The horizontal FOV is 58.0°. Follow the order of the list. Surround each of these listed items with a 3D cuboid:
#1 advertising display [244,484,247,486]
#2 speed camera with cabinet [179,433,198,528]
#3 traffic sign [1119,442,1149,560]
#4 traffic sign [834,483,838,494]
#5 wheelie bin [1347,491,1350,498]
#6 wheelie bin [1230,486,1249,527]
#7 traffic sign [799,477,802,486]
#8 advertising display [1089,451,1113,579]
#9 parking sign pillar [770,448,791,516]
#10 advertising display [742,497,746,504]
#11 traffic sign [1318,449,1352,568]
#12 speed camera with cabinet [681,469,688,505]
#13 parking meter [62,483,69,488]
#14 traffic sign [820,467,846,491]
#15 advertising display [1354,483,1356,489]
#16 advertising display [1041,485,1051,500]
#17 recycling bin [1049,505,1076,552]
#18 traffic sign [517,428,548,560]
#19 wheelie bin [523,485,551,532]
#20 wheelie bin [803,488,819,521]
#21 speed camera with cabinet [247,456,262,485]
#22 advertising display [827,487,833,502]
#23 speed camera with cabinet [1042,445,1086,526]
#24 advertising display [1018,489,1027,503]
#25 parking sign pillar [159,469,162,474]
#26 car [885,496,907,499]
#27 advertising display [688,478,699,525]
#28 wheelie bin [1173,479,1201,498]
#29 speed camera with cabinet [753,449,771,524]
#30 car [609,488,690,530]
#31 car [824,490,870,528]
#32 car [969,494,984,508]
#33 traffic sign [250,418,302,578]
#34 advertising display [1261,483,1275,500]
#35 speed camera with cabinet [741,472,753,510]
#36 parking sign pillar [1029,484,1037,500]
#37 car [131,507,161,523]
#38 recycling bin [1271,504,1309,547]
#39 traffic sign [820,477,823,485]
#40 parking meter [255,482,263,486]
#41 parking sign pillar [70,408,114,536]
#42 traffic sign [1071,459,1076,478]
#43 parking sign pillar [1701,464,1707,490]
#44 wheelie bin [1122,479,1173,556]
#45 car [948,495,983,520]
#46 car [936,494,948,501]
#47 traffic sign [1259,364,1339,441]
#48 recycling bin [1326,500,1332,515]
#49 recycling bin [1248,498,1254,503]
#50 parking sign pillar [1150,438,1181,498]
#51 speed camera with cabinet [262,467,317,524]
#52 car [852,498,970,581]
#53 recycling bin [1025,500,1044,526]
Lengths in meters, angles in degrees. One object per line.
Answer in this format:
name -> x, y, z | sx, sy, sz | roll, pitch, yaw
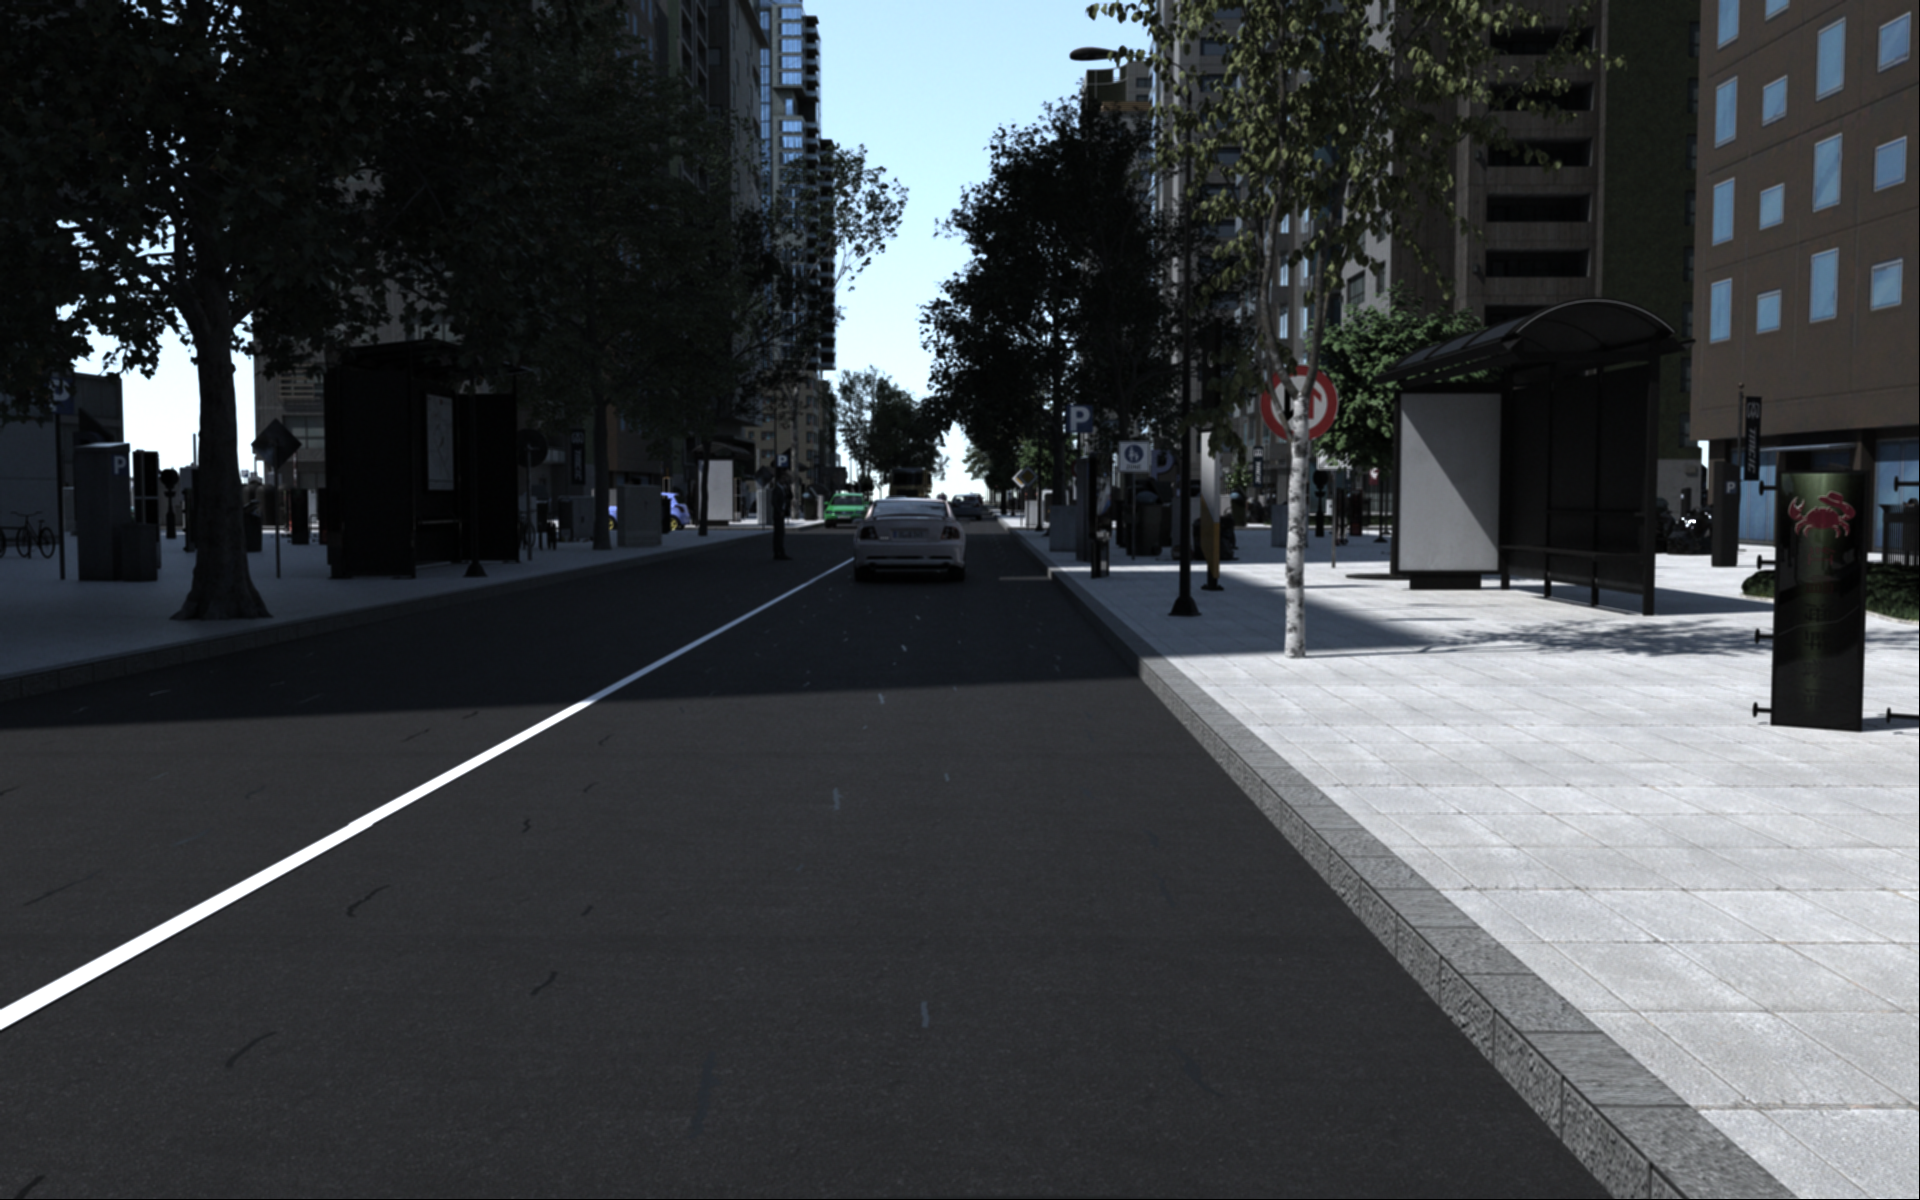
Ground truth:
advertising display -> -44.105, -6.181, 106.281 | 0.974, 1.923, 0.123 | 2, 4, 26
speed camera with cabinet -> -25.305, -3.833, 57.006 | 0.660, 3.252, 2.038 | -1, 4, -19
traffic sign -> 3.367, -1.924, 33.585 | 0.606, 2.300, 0.079 | 0, 4, 7
traffic sign -> -9.015, -7.642, 125.054 | 0.768, 2.556, 0.104 | 1, 4, 8
wheelie bin -> 24.451, -6.093, 107.535 | 0.693, 1.594, 0.980 | 3, 5, 40
wheelie bin -> 10.876, -3.645, 67.496 | 0.693, 1.594, 0.980 | 1, 4, 18
traffic sign -> -11.419, -7.398, 121.055 | 0.768, 2.556, 0.104 | 1, 4, 10
advertising display -> 2.161, -1.309, 26.615 | 0.123, 1.923, 0.974 | 1, 4, 19
parking sign pillar -> -10.362, -6.871, 100.807 | 1.447, 3.967, 1.447 | 2, 4, 23
advertising display -> -17.803, -8.380, 142.227 | 0.123, 1.923, 0.974 | -3, 5, -43
traffic sign -> 6.496, -1.708, 30.055 | 0.606, 2.300, 0.079 | 0, 4, 6
speed camera with cabinet -> -21.931, -8.890, 139.686 | 0.660, 3.252, 2.038 | 1, 4, 11
parking meter -> -45.657, -5.050, 88.285 | 0.399, 1.863, 0.255 | 0, 4, 2
traffic sign -> -9.551, -8.226, 128.368 | 2.265, 3.308, 0.079 | 0, 4, 1
advertising display -> 23.086, -5.824, 100.437 | 0.974, 1.923, 0.123 | -2, 4, -34
advertising display -> 4.513, -5.298, 91.834 | 0.123, 1.923, 0.974 | -2, 4, -31
recycling bin -> 2.459, -1.610, 38.880 | 0.722, 1.027, 0.722 | 2, 4, 24
traffic sign -> -8.325, -2.039, 33.437 | 0.768, 2.556, 0.104 | 0, 4, 4
wheelie bin -> -14.190, -3.060, 57.938 | 0.980, 1.594, 0.693 | -3, 5, -39
wheelie bin -> -7.252, -4.660, 84.102 | 0.693, 1.594, 0.980 | 1, 4, 8
speed camera with cabinet -> -37.250, -5.835, 89.742 | 2.038, 3.252, 0.660 | -1, 4, -12
advertising display -> -8.376, -6.490, 111.324 | 0.123, 1.923, 0.974 | -1, 4, -23
speed camera with cabinet -> 4.360, -4.649, 70.339 | 2.038, 3.252, 0.660 | 2, 4, 25
advertising display -> 4.961, -8.053, 136.878 | 0.974, 1.923, 0.123 | -3, 4, -38
parking sign pillar -> -61.742, -8.838, 132.972 | 1.447, 3.967, 1.447 | 1, 4, 15
car -> -3.626, -5.238, 98.215 | 1.945, 1.354, 3.894 | 0, 4, 0
advertising display -> -10.970, -4.054, 71.494 | 0.123, 1.923, 0.974 | 1, 4, 17
wheelie bin -> 5.158, -1.802, 37.370 | 0.693, 1.594, 0.980 | -3, 5, -42
speed camera with cabinet -> -8.523, -4.940, 75.097 | 0.660, 3.252, 2.038 | 0, 4, -8
car -> -12.107, -3.424, 65.579 | 3.694, 1.707, 1.945 | 0, 4, -1
car -> -4.781, -3.997, 74.150 | 1.959, 1.807, 4.718 | 0, 4, 1
car -> 1.560, -10.780, 185.288 | 2.155, 1.783, 4.494 | 0, 4, 0
traffic sign -> -10.429, -1.545, 26.439 | 0.795, 2.450, 0.064 | 0, 4, 2
advertising display -> 17.912, -5.847, 100.817 | 0.974, 1.923, 0.123 | -2, 4, -30
speed camera with cabinet -> -16.851, -8.741, 137.247 | 0.660, 3.252, 2.038 | 3, 4, 38
parking sign pillar -> 4.993, -7.585, 112.482 | 1.447, 3.967, 1.447 | 1, 4, 10
car -> -32.001, -3.176, 63.723 | 4.920, 1.459, 2.131 | 0, 4, -1
recycling bin -> 8.005, -1.803, 42.037 | 0.722, 1.027, 0.722 | -1, 4, -8
traffic sign -> -10.433, -7.805, 127.719 | 0.768, 2.556, 0.104 | 1, 4, 8
parking meter -> -34.327, -4.844, 84.917 | 0.255, 1.863, 0.399 | 2, 4, 27
parking sign pillar -> -26.867, -3.992, 53.749 | 1.447, 3.967, 1.447 | 1, 4, 21
traffic sign -> 4.240, -3.688, 60.408 | 0.768, 2.556, 0.104 | 0, 4, 1
parking sign pillar -> 52.691, -8.272, 123.720 | 1.447, 3.967, 1.447 | -2, 4, -25
wheelie bin -> 3.807, -1.724, 36.090 | 0.693, 1.594, 0.980 | -2, 4, -31
car -> 0.293, -5.112, 95.580 | 2.014, 1.417, 4.499 | 0, 4, -1
car -> -3.151, -17.885, 301.456 | 2.155, 1.783, 4.494 | 0, 4, -1
traffic sign -> 3.325, -1.037, 17.065 | 0.768, 2.556, 0.104 | 0, 4, 5
recycling bin -> 17.365, -4.140, 80.247 | 0.722, 1.027, 0.722 | 0, 4, 6
recycling bin -> 19.251, -6.311, 115.731 | 0.722, 1.027, 0.722 | 1, 4, 15
parking sign pillar -> 8.938, -5.315, 75.375 | 1.447, 3.967, 1.447 | 3, 4, 36
speed camera with cabinet -> -28.887, -4.918, 74.751 | 2.038, 3.252, 0.660 | -1, 4, -21
car -> -0.854, -1.080, 30.015 | 2.083, 1.381, 4.827 | 0, 4, -1
recycling bin -> 2.988, -3.467, 69.241 | 0.722, 1.027, 0.722 | 0, 4, 7
